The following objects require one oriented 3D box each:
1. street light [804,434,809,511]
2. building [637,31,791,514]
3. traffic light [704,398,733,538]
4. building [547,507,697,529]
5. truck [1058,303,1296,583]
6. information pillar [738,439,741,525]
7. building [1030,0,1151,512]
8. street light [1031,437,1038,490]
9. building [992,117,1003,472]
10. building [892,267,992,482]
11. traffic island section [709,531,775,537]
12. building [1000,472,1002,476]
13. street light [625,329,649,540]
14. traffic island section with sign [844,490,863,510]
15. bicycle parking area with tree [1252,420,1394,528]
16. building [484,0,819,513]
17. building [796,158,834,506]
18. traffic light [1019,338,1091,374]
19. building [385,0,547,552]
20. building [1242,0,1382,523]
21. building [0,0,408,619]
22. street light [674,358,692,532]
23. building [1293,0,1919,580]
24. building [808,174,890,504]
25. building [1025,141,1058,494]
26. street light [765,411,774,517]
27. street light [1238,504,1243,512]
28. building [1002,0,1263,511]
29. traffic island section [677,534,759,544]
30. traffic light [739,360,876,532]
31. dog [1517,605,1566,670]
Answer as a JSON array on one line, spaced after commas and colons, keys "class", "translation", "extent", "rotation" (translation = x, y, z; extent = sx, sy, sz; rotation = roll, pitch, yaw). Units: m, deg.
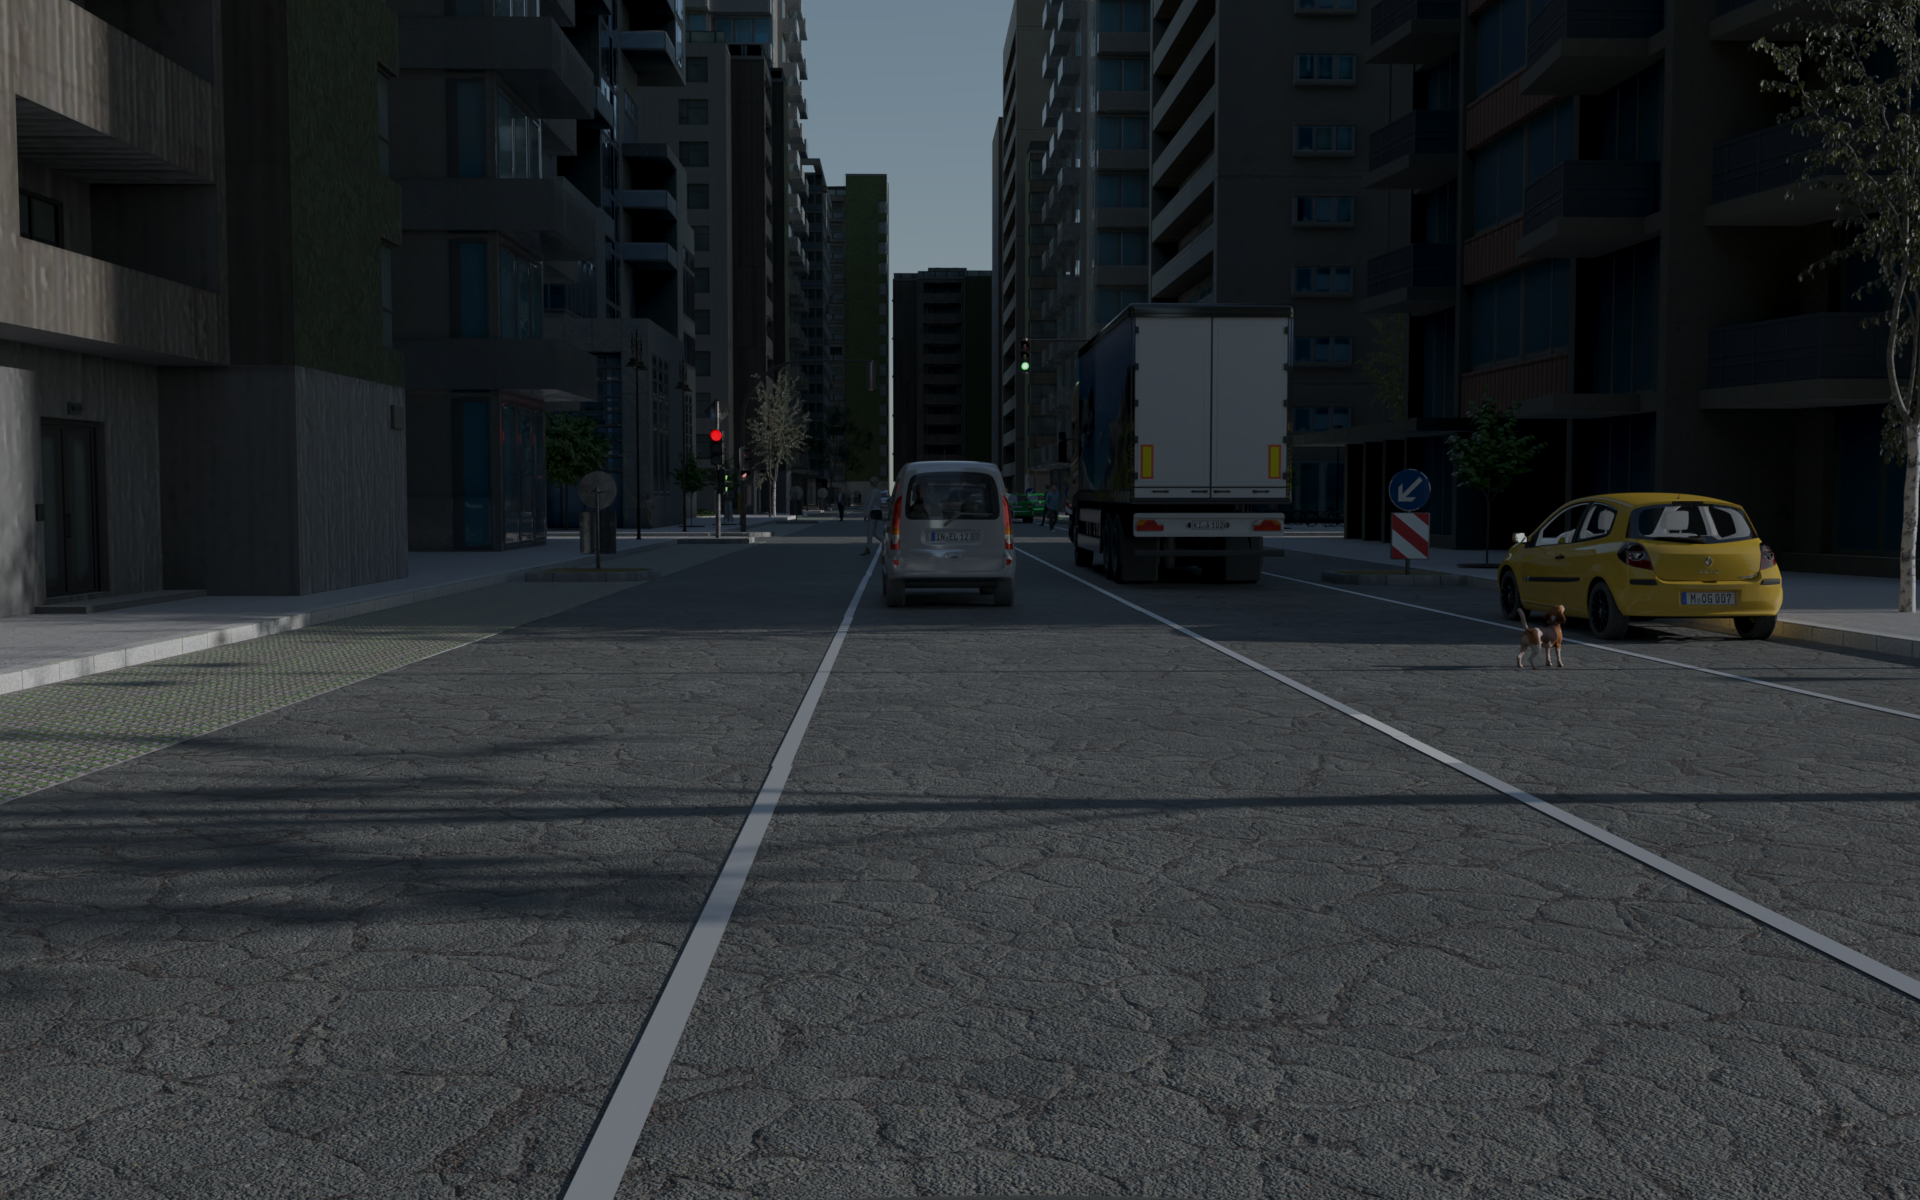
[{"class": "street light", "translation": [-11.740, -9.786, 132.789], "extent": [0.468, 5.910, 1.993], "rotation": [0, 4, -2]}, {"class": "building", "translation": [-18.506, -20.811, 111.958], "extent": [14.160, 30.474, 14.107], "rotation": [0, 4, -2]}, {"class": "traffic light", "translation": [-7.063, -3.771, 50.581], "extent": [0.839, 4.253, 0.868], "rotation": [0, 4, -2]}, {"class": "building", "translation": [-23.073, -46.710, 76.376], "extent": [22.319, 86.520, 31.000], "rotation": [0, 4, -2]}, {"class": "truck", "translation": [3.549, -2.578, 31.070], "extent": [2.839, 4.237, 11.283], "rotation": [0, 4, -1]}, {"class": "information pillar", "translation": [-9.241, -4.989, 72.923], "extent": [0.183, 3.616, 0.504], "rotation": [1, 4, 8]}, {"class": "building", "translation": [17.349, -30.523, 118.665], "extent": [23.786, 49.044, 30.456], "rotation": [0, 4, -2]}, {"class": "street light", "translation": [5.788, -9.850, 133.827], "extent": [0.468, 5.910, 1.993], "rotation": [0, 4, -2]}, {"class": "building", "translation": [10.969, -33.739, 201.751], "extent": [14.600, 45.320, 14.200], "rotation": [0, 4, -2]}, {"class": "building", "translation": [-1.785, -27.659, 223.927], "extent": [14.107, 30.474, 14.160], "rotation": [0, 4, -2]}, {"class": "traffic island section", "translation": [-7.357, -2.227, 58.695], "extent": [2.009, 0.180, 2.903], "rotation": [0, 4, -2]}, {"class": "building", "translation": [14.792, -45.552, 183.021], "extent": [20.563, 71.187, 20.611], "rotation": [0, 4, -2]}, {"class": "street light", "translation": [-9.051, -4.639, 48.635], "extent": [0.468, 5.910, 1.993], "rotation": [0, 4, -2]}, {"class": "traffic island section with sign", "translation": [-10.270, -9.284, 160.414], "extent": [1.989, 1.847, 2.006], "rotation": [0, 4, -2]}, {"class": "bicycle parking area with tree", "translation": [16.446, -5.070, 69.895], "extent": [9.016, 4.147, 8.231], "rotation": [0, 4, 3]}, {"class": "building", "translation": [-24.476, -32.302, 147.753], "extent": [23.786, 49.044, 30.456], "rotation": [0, 4, -2]}, {"class": "building", "translation": [-26.398, -30.699, 193.807], "extent": [23.993, 40.220, 32.217], "rotation": [0, 4, -2]}, {"class": "traffic light", "translation": [4.103, -4.657, 50.810], "extent": [4.771, 5.953, 1.251], "rotation": [0, 4, -2]}, {"class": "building", "translation": [-24.122, -25.514, 36.758], "extent": [30.456, 49.044, 23.786], "rotation": [0, 4, -2]}, {"class": "building", "translation": [21.405, -28.203, 84.828], "extent": [21.300, 48.544, 21.600], "rotation": [0, 4, -2]}, {"class": "building", "translation": [-15.251, -15.098, 18.546], "extent": [14.160, 30.474, 14.107], "rotation": [0, 4, -2]}, {"class": "street light", "translation": [-9.383, -5.264, 58.848], "extent": [0.468, 5.910, 1.993], "rotation": [0, 4, -2]}, {"class": "building", "translation": [21.026, -23.333, 36.120], "extent": [22.147, 44.769, 28.867], "rotation": [0, 4, -2]}, {"class": "building", "translation": [-16.144, -33.017, 223.428], "extent": [14.086, 41.232, 14.154], "rotation": [0, 4, -2]}, {"class": "building", "translation": [12.310, -22.826, 144.903], "extent": [14.160, 30.474, 14.107], "rotation": [0, 4, -2]}, {"class": "street light", "translation": [-10.576, -7.550, 96.235], "extent": [0.468, 5.910, 1.993], "rotation": [0, 4, -2]}, {"class": "street light", "translation": [8.230, -4.766, 50.718], "extent": [0.468, 5.910, 1.993], "rotation": [0, 4, -2]}, {"class": "building", "translation": [15.229, -32.961, 162.617], "extent": [21.300, 48.544, 21.600], "rotation": [0, 4, -2]}, {"class": "traffic island section", "translation": [-7.103, -1.739, 50.714], "extent": [2.009, 0.180, 2.903], "rotation": [0, 4, -2]}, {"class": "traffic light", "translation": [-5.229, -5.137, 58.663], "extent": [4.771, 5.953, 1.251], "rotation": [0, 4, -2]}, {"class": "dog", "translation": [4.797, 0.305, 14.308], "extent": [0.406, 0.507, 0.540], "rotation": [1, 4, 14]}]
